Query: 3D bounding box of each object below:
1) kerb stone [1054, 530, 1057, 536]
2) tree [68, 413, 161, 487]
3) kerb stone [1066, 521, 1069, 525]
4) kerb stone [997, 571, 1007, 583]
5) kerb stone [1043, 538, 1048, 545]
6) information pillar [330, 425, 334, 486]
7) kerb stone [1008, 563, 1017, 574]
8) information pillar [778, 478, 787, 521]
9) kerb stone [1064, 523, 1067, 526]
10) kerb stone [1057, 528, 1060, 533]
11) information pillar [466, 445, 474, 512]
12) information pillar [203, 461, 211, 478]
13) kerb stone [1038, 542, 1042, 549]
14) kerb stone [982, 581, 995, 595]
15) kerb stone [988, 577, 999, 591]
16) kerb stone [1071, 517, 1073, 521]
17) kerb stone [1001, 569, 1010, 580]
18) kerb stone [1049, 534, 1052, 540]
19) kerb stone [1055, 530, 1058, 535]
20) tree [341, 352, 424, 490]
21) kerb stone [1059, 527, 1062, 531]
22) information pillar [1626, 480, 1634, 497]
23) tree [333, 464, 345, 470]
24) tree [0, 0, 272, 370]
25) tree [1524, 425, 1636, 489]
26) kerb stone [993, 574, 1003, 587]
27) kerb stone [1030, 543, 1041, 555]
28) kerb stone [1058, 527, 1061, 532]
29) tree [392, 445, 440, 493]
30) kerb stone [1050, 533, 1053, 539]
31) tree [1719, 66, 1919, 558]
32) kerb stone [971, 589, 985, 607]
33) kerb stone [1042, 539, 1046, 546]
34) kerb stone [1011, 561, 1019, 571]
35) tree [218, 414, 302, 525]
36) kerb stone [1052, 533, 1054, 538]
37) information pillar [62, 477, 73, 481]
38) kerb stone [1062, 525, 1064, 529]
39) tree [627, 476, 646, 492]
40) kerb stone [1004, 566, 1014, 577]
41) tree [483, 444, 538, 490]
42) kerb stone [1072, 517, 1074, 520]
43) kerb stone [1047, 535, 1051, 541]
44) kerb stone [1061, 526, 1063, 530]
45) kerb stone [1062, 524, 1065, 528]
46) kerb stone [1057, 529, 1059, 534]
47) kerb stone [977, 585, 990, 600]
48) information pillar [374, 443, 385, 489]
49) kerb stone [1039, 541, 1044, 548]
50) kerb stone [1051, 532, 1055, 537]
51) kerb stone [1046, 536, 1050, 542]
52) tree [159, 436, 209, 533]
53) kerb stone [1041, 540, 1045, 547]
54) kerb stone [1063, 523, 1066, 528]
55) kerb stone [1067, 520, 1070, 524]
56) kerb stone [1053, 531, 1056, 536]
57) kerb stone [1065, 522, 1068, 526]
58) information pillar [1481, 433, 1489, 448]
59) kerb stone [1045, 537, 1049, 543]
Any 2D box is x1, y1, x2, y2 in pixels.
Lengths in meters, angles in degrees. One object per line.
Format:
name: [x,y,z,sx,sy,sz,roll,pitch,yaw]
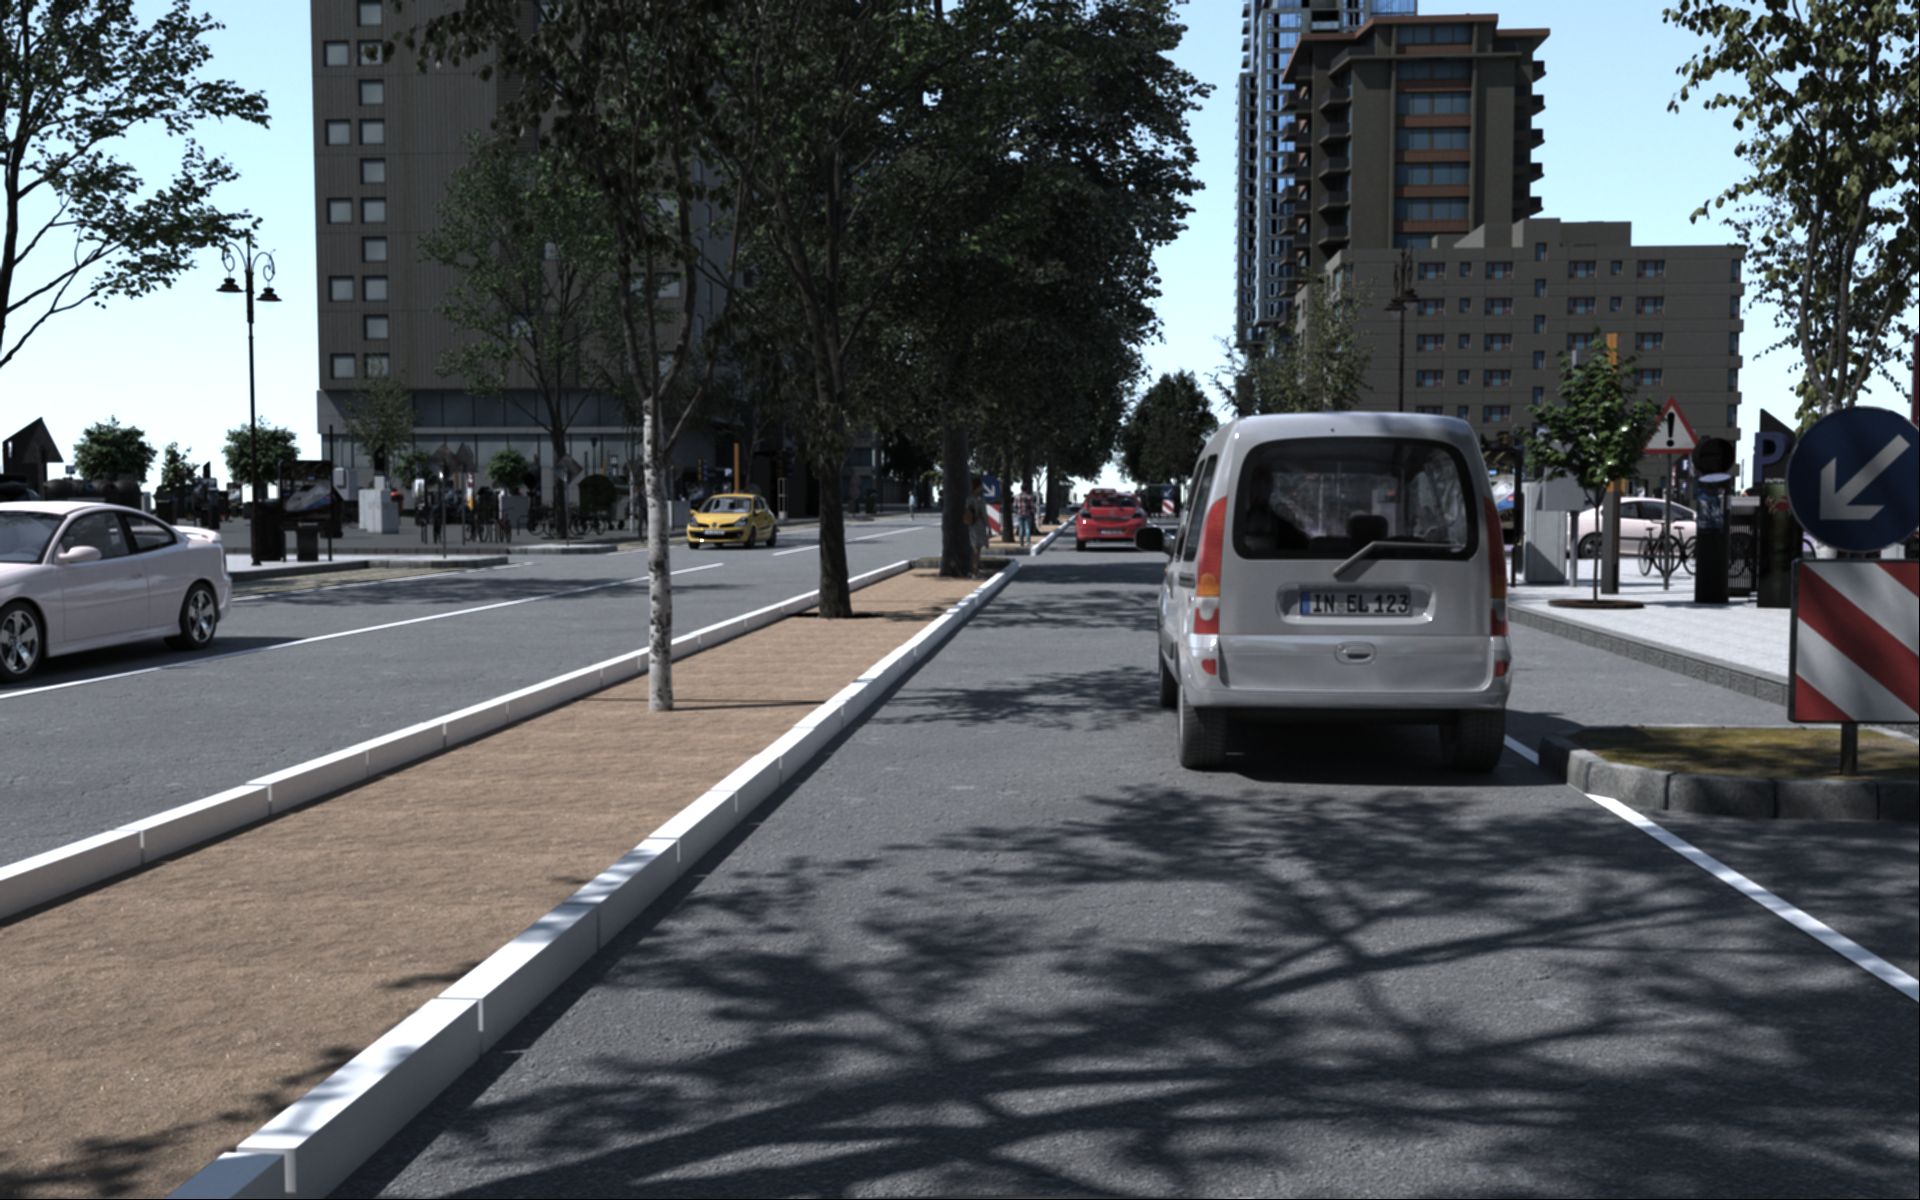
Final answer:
kerb stone: [3.006,-2.104,56.593,0.120,0.150,1.000,0,4,5]
tree: [-34.447,-5.311,70.554,4.285,4.588,4.351,0,3,0]
kerb stone: [4.526,-3.226,74.979,0.120,0.150,1.000,0,4,5]
kerb stone: [0.611,-0.321,27.436,0.120,0.150,1.000,0,4,5]
kerb stone: [2.255,-1.541,47.398,0.120,0.150,1.000,0,4,5]
information pillar: [-21.241,-4.113,58.604,0.183,3.616,0.504,-1,4,-19]
kerb stone: [0.869,-0.508,30.505,0.120,0.150,1.000,0,4,5]
information pillar: [-8.315,-4.699,81.319,0.304,2.012,0.304,2,4,26]
kerb stone: [4.188,-2.976,70.879,0.120,0.150,1.000,0,4,5]
kerb stone: [3.347,-2.353,60.666,0.120,0.150,1.000,0,4,5]
information pillar: [-23.435,-5.594,82.823,0.183,3.616,0.504,-3,5,-42]
information pillar: [-52.121,-7.865,119.949,0.504,3.616,0.183,-1,4,-10]
kerb stone: [1.921,-1.292,43.314,0.120,0.150,1.000,0,4,5]
kerb stone: [0.360,-0.133,24.373,0.120,0.150,1.000,0,4,5]
kerb stone: [0.448,-0.195,25.391,0.120,0.150,1.000,0,4,5]
kerb stone: [5.438,-3.915,86.213,0.120,0.150,1.000,0,4,5]
kerb stone: [0.693,-0.379,28.462,0.120,0.150,1.000,0,4,5]
kerb stone: [2.595,-1.791,51.487,0.120,0.150,1.000,0,4,5]
kerb stone: [3.090,-2.166,57.611,0.120,0.150,1.000,0,4,5]
tree: [-29.306,-8.454,88.582,4.737,8.622,4.395,0,3,0]
kerb stone: [3.517,-2.478,62.718,0.120,0.150,1.000,0,4,5]
information pillar: [35.873,-5.401,92.801,0.304,2.012,0.304,0,4,3]
tree: [-36.863,-6.571,102.043,1.663,3.219,1.824,0,3,0]
tree: [-13.405,-5.970,23.366,9.928,11.665,9.643,0,3,0]
tree: [24.475,-5.285,70.122,4.285,4.588,4.351,0,3,0]
kerb stone: [0.524,-0.254,26.411,0.120,0.150,1.000,0,4,5]
kerb stone: [1.834,-1.229,42.296,0.120,0.150,1.000,0,4,5]
kerb stone: [3.424,-2.413,61.698,0.120,0.150,1.000,0,4,5]
tree: [-36.379,-8.111,116.327,4.285,4.588,4.351,0,3,0]
kerb stone: [2.679,-1.854,52.511,0.120,0.150,1.000,0,4,5]
tree: [15.467,-4.901,30.491,4.360,8.622,3.978,0,3,0]
kerb stone: [0.198,-0.007,22.310,0.120,0.150,1.000,0,4,5]
kerb stone: [2.169,-1.479,46.379,0.120,0.150,1.000,0,4,5]
kerb stone: [0.953,-0.571,31.524,0.120,0.150,1.000,0,4,5]
tree: [-28.792,-5.356,71.285,4.285,4.588,4.351,0,3,0]
kerb stone: [2.758,-1.917,53.531,0.120,0.150,1.000,0,4,5]
information pillar: [-38.739,-4.329,75.263,0.304,2.012,0.304,1,4,18]
kerb stone: [3.851,-2.727,66.792,0.120,0.150,1.000,0,4,5]
tree: [-21.007,-7.206,112.415,1.663,3.219,1.824,0,3,0]
kerb stone: [0.784,-0.445,29.486,0.120,0.150,1.000,0,4,5]
tree: [-28.966,-7.789,111.061,4.285,4.588,4.351,0,3,0]
kerb stone: [5.539,-3.978,87.235,0.120,0.150,1.000,0,4,5]
kerb stone: [2.507,-1.729,50.467,0.120,0.150,1.000,0,4,5]
kerb stone: [3.693,-2.603,64.754,0.120,0.150,1.000,0,4,5]
kerb stone: [3.927,-2.791,67.824,0.120,0.150,1.000,0,4,5]
kerb stone: [3.266,-2.290,59.647,0.120,0.150,1.000,0,4,5]
kerb stone: [0.275,-0.070,23.344,0.120,0.150,1.000,0,4,5]
information pillar: [-26.618,-5.391,79.499,0.504,3.616,0.183,1,4,10]
kerb stone: [2.001,-1.353,44.333,0.120,0.150,1.000,0,4,5]
kerb stone: [2.843,-1.974,54.550,0.120,0.150,1.000,0,4,5]
kerb stone: [2.427,-1.667,49.449,0.120,0.150,1.000,0,4,5]
tree: [-26.249,-3.866,57.815,1.663,3.219,1.824,0,3,0]
kerb stone: [2.083,-1.416,45.351,0.120,0.150,1.000,0,4,5]
kerb stone: [4.101,-2.915,69.861,0.120,0.150,1.000,0,4,5]
kerb stone: [4.691,-3.353,77.020,0.120,0.150,1.000,0,4,5]
kerb stone: [2.919,-2.041,55.569,0.120,0.150,1.000,0,4,5]
kerb stone: [4.354,-3.103,72.934,0.120,0.150,1.000,0,4,5]
information pillar: [20.032,-4.578,66.210,0.183,3.616,0.504,-1,4,-14]
kerb stone: [2.345,-1.604,48.426,0.120,0.150,1.000,0,4,5]
